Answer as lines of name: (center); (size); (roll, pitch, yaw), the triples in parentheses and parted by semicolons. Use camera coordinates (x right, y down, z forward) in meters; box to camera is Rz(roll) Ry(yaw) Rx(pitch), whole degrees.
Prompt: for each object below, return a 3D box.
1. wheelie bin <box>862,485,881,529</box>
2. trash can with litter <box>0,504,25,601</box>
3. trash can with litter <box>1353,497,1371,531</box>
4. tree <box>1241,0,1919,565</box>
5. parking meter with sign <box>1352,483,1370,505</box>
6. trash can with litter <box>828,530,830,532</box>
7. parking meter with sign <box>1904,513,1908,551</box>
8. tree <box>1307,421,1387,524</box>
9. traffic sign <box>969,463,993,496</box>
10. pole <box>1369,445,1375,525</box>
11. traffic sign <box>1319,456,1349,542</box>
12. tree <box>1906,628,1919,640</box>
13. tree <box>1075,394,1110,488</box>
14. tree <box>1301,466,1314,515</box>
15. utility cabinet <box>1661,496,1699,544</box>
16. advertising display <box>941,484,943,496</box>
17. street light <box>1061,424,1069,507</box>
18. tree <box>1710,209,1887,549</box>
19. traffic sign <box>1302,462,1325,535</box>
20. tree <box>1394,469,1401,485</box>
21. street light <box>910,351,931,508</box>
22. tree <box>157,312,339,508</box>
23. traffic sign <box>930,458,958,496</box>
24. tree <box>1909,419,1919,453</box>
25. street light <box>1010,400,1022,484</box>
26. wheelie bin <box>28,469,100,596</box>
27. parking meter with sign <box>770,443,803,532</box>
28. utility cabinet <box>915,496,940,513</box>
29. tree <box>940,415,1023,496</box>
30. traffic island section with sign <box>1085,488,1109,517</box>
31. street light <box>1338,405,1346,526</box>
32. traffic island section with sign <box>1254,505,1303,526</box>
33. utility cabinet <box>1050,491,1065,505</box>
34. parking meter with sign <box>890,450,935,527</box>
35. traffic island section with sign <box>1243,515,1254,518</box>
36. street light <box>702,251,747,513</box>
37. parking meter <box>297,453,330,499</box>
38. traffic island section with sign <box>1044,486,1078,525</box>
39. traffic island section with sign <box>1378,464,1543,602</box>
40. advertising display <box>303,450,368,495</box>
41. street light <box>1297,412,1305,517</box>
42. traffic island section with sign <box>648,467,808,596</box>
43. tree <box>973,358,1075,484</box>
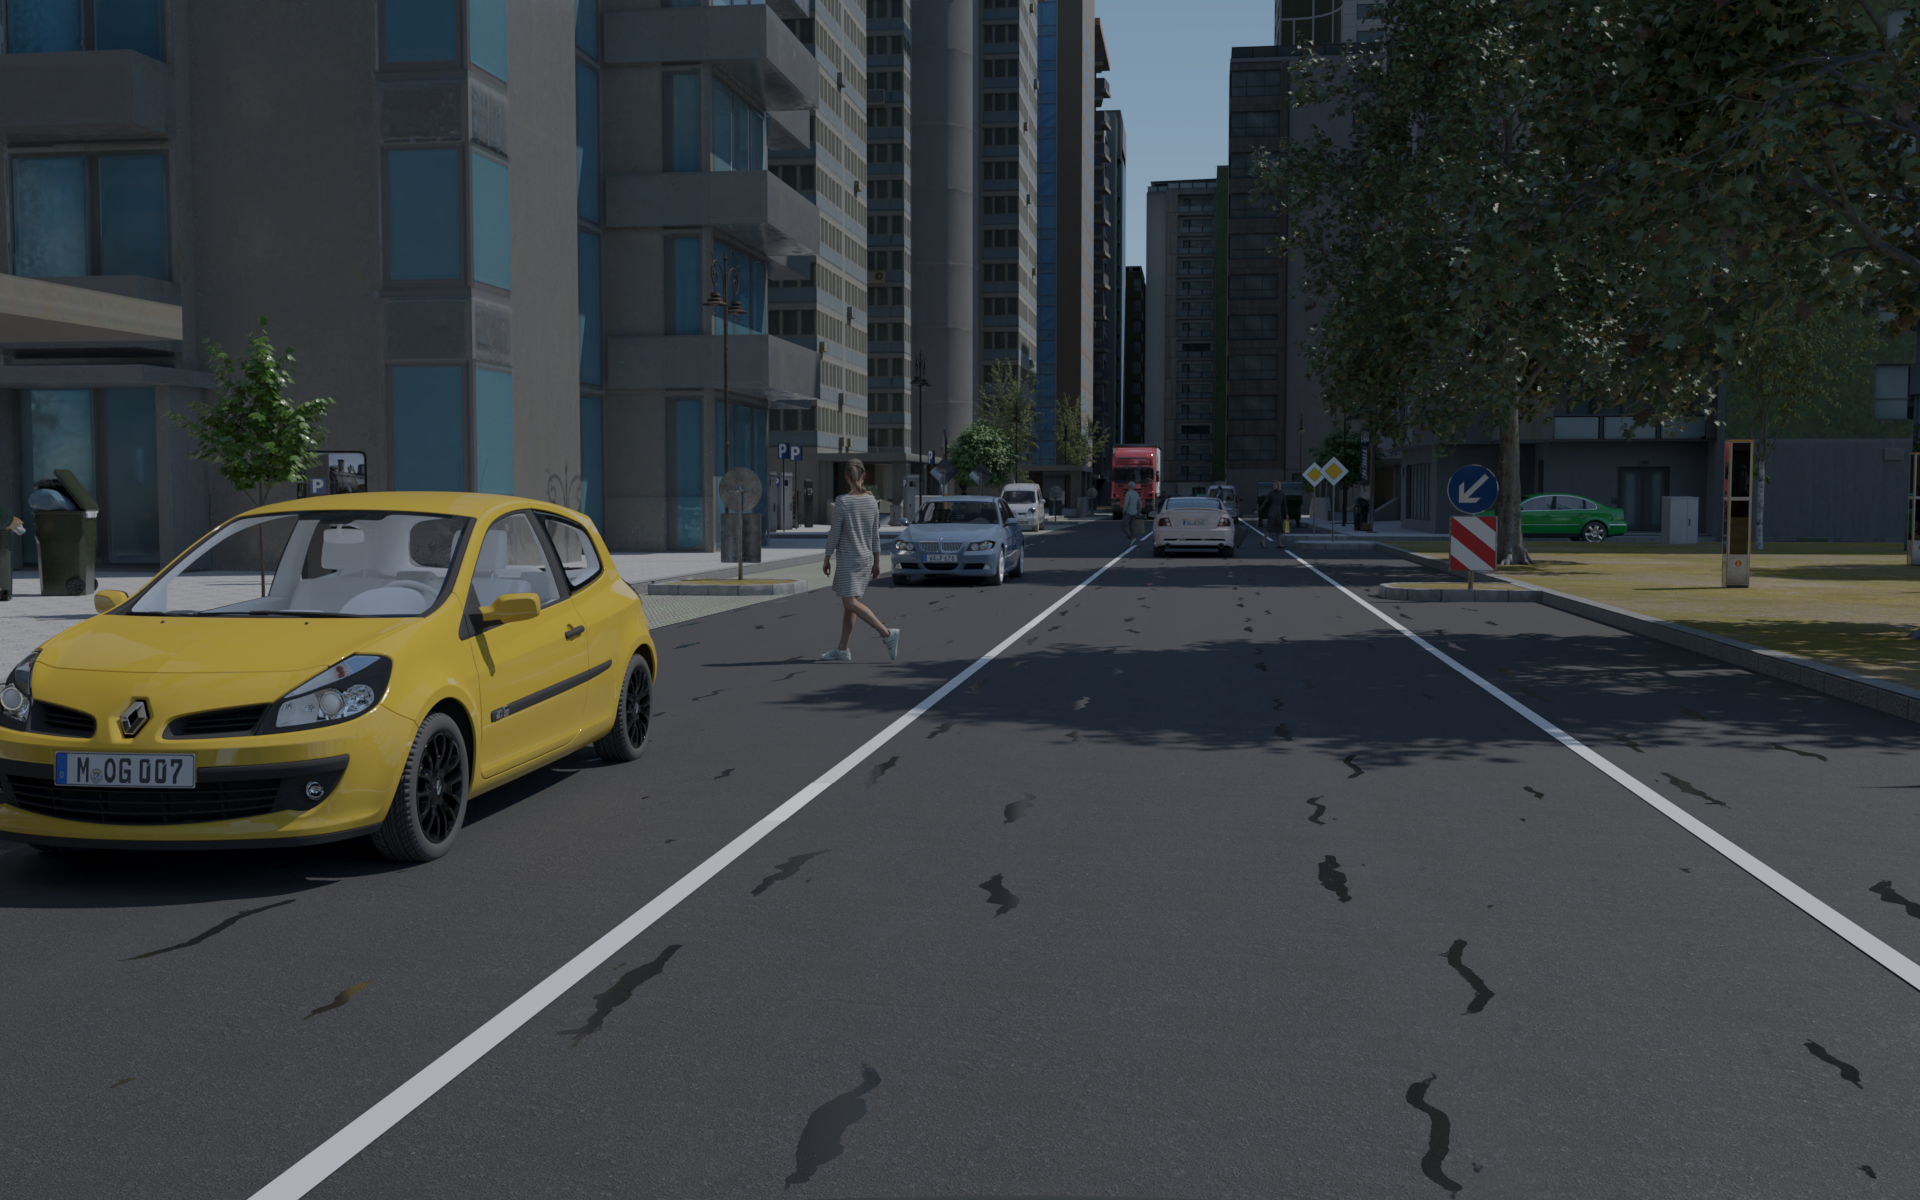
wheelie bin: (-3.352, -3.370, 63.011); (0.980, 1.594, 0.693); (-3, 5, -43)
trash can with litter: (-11.489, -0.560, 20.546); (0.624, 1.170, 1.055); (-1, 4, -22)
trash can with litter: (14.003, -2.968, 59.906); (0.624, 1.170, 1.055); (-1, 4, -10)
tree: (10.034, -7.005, 31.542); (9.611, 12.733, 9.660); (0, 3, 0)
parking meter with sign: (24.028, -6.476, 102.142); (1.738, 3.016, 0.543); (1, 4, 9)
trash can with litter: (-3.645, -2.908, 58.607); (1.678, 1.210, 2.233); (-1, 4, -12)
parking meter with sign: (22.020, -2.625, 39.173); (1.738, 3.016, 0.543); (-3, 4, -36)
tree: (16.842, -5.602, 75.311); (4.285, 4.588, 4.351); (0, 3, 0)
traffic sign: (0.669, -3.175, 55.546); (0.795, 2.450, 0.064); (0, 4, 8)
pole: (17.148, -4.786, 72.089); (0.158, 3.312, 0.155); (0, 3, 0)
traffic sign: (9.951, -2.601, 46.167); (0.795, 2.450, 0.064); (0, 4, 8)
tree: (9.033, -5.983, 14.825); (9.611, 12.733, 9.660); (0, 3, 0)
tree: (8.481, -10.723, 125.675); (4.737, 8.622, 4.395); (0, 3, 0)
tree: (21.154, -6.705, 104.221); (1.663, 3.219, 1.824); (0, 3, 0)
utility cabinet: (18.654, -2.062, 44.871); (1.020, 1.237, 0.306); (-2, 4, -25)
advertising display: (-1.162, -5.652, 97.624); (0.974, 1.923, 0.123); (3, 5, 43)
street light: (7.011, -8.702, 115.067); (0.468, 5.910, 1.993); (0, 4, 8)
tree: (18.833, -5.486, 40.056); (4.737, 8.622, 4.395); (0, 3, 0)
traffic sign: (11.059, -3.085, 54.075); (0.795, 2.450, 0.064); (0, 4, 8)
tree: (18.090, -4.494, 68.083); (1.663, 3.219, 1.824); (0, 3, 0)
street light: (-1.277, -5.089, 55.991); (0.468, 5.910, 1.993); (0, 4, 8)
tree: (-7.404, -1.461, 18.486); (1.663, 3.219, 1.824); (0, 3, 0)
traffic sign: (-0.439, -2.691, 47.637); (0.795, 2.450, 0.064); (0, 4, 8)
tree: (34.961, -5.011, 65.642); (4.285, 4.588, 4.351); (0, 3, 0)
street light: (2.780, -6.888, 85.414); (0.468, 5.910, 1.993); (0, 4, 8)
wheelie bin: (-11.349, -0.858, 21.939); (0.693, 1.594, 0.980); (-1, 4, -13)
parking meter with sign: (-6.358, -4.003, 61.716); (0.543, 3.016, 1.738); (2, 4, 33)
utility cabinet: (-1.199, -3.353, 65.979); (1.020, 1.237, 0.306); (0, 4, 3)
tree: (0.988, -5.718, 77.207); (4.285, 4.588, 4.351); (0, 3, 0)
traffic island section with sign: (8.272, -6.057, 107.654); (1.989, 1.847, 2.006); (0, 4, 8)
street light: (15.220, -5.856, 68.539); (0.468, 5.910, 1.993); (0, 4, 8)
traffic island section with sign: (14.582, -4.308, 79.062); (1.989, 1.847, 2.006); (0, 4, 8)
utility cabinet: (7.192, -7.259, 127.356); (1.173, 1.500, 0.318); (2, 4, 28)
parking meter with sign: (-1.895, -4.414, 68.430); (1.738, 3.016, 0.543); (-1, 4, -23)
traffic island section with sign: (18.395, -5.967, 106.187); (1.989, 1.847, 2.006); (0, 4, 8)
street light: (-4.471, -3.691, 33.133); (0.468, 5.910, 1.993); (0, 4, 8)
parking meter: (-9.268, -1.171, 24.855); (0.399, 1.863, 0.255); (-3, 5, -41)
traffic island section with sign: (4.493, -4.405, 80.657); (1.989, 1.847, 2.006); (0, 4, 8)
traffic island section with sign: (6.863, -0.938, 23.966); (1.989, 1.847, 2.006); (0, 4, 8)
advertising display: (-9.284, -1.251, 25.671); (0.974, 1.923, 0.123); (-1, 4, -16)
street light: (19.281, -7.656, 97.961); (0.468, 5.910, 1.993); (0, 4, 8)
traffic island section with sign: (-3.283, -1.011, 25.162); (1.989, 1.847, 2.006); (0, 4, 8)
tree: (2.769, -8.696, 92.549); (4.737, 8.622, 4.395); (0, 3, 0)
